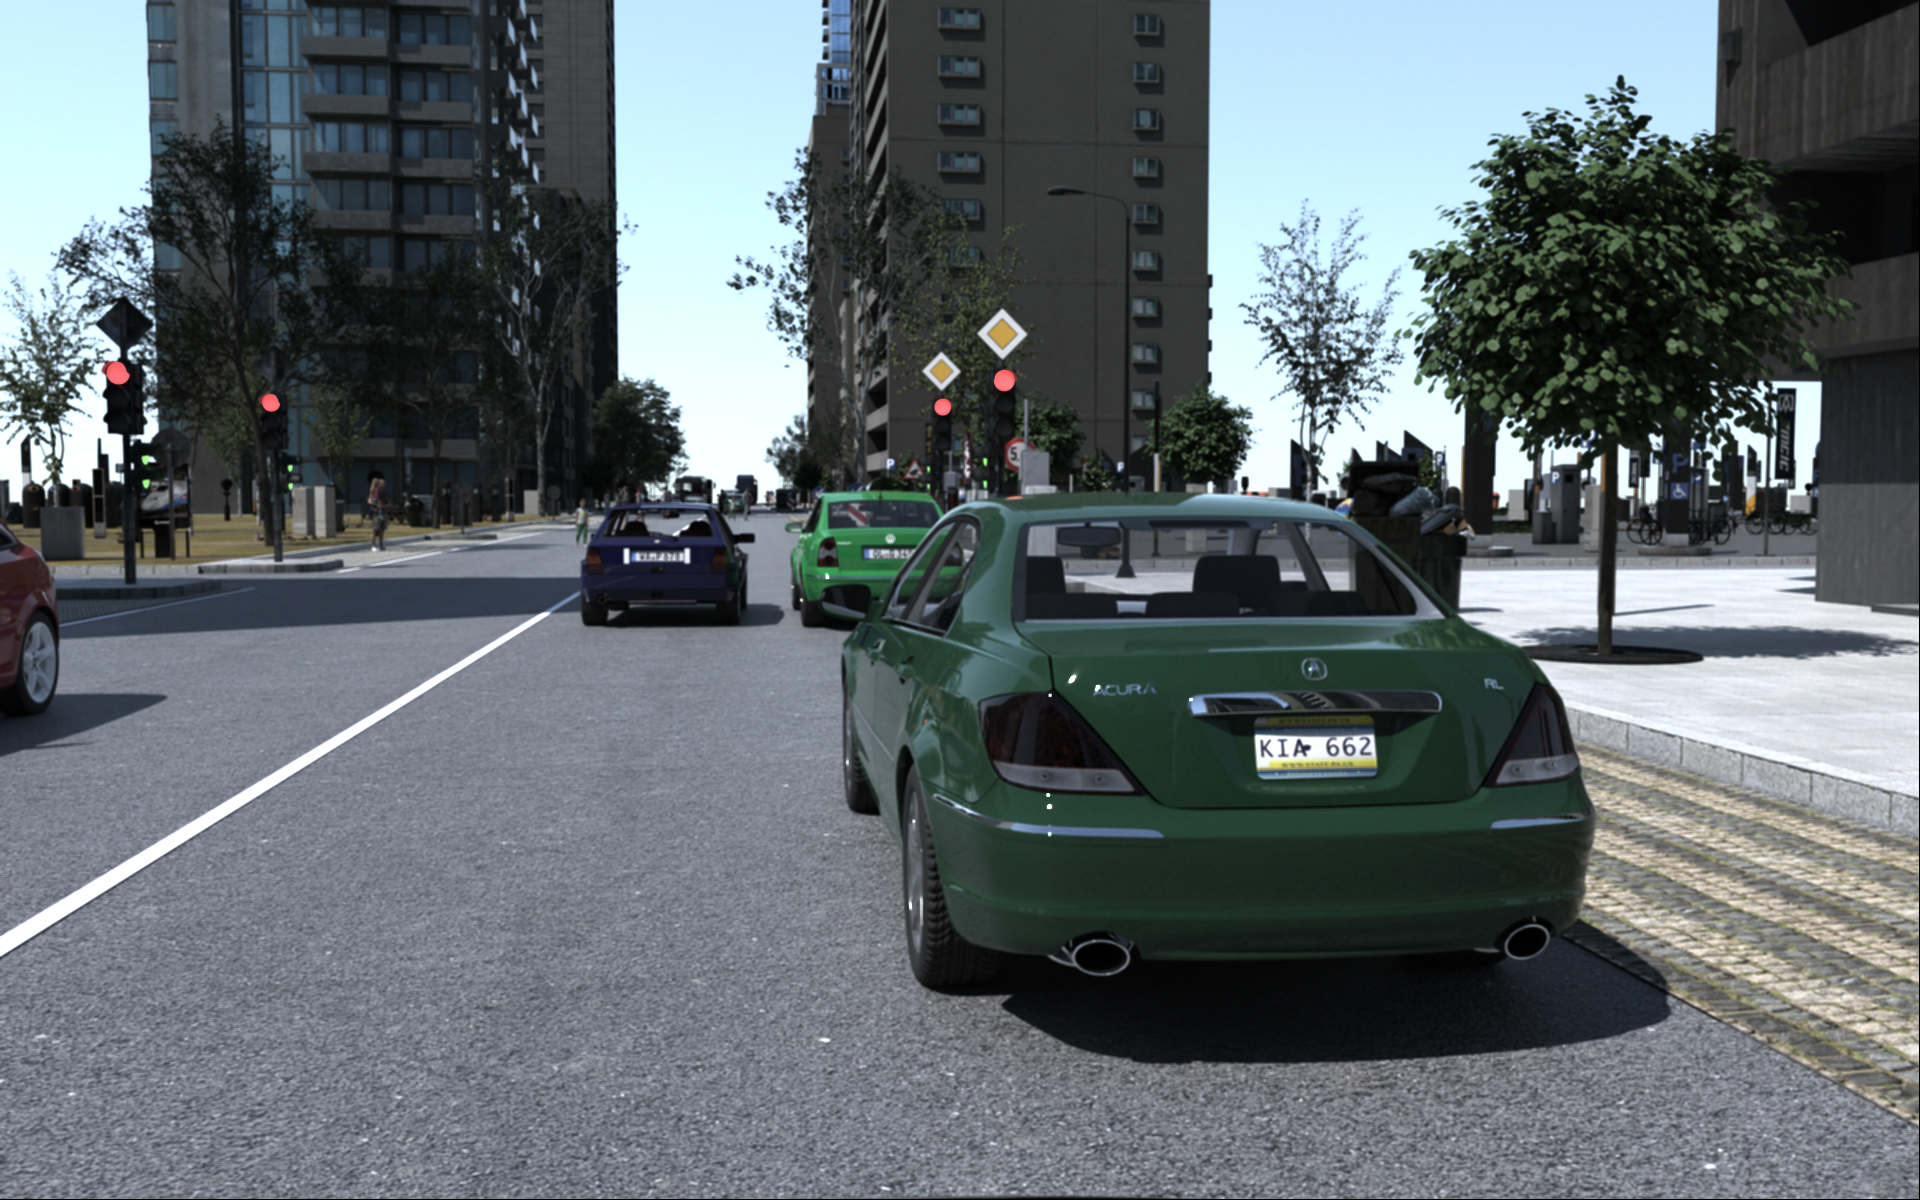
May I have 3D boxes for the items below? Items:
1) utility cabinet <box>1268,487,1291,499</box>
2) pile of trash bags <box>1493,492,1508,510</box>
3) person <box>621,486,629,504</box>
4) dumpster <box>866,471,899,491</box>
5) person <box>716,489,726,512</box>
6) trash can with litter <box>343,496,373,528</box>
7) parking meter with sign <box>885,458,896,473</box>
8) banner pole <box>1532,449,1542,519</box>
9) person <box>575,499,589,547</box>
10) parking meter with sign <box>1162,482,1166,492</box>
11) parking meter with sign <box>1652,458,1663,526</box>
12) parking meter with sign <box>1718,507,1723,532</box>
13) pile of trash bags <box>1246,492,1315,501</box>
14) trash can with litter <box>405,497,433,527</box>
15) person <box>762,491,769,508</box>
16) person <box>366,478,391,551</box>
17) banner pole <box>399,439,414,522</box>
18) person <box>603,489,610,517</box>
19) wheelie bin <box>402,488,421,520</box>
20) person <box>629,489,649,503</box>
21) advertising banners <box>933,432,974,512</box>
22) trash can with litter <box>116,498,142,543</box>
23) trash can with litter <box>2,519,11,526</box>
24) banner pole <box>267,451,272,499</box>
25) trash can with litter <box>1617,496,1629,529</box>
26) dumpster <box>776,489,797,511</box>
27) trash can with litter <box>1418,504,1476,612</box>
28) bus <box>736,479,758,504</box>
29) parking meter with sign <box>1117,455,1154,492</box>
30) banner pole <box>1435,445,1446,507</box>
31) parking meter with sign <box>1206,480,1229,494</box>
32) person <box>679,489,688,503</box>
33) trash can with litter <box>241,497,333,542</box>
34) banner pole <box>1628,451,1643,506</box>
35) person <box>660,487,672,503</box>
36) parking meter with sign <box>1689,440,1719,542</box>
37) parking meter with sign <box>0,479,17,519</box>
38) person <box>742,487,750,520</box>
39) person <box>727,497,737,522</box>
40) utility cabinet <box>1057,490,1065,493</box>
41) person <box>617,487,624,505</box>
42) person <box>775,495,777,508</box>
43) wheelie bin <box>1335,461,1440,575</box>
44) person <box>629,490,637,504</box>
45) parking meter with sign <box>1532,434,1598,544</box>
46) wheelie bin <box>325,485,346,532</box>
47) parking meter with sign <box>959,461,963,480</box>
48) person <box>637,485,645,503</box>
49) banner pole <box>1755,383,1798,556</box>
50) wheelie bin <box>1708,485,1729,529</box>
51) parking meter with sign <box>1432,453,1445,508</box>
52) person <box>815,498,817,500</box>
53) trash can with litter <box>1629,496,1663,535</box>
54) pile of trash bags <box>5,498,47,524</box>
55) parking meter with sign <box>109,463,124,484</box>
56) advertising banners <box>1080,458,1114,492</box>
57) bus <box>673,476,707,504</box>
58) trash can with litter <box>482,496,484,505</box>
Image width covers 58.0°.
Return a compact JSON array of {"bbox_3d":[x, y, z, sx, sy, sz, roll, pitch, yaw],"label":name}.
[{"bbox_3d":[10.042,-2.793,54.339,0.318,1.500,1.173,2,4,33],"label":"utility cabinet"},{"bbox_3d":[29.250,-4.968,90.983,1.912,1.369,3.447,-3,5,-39],"label":"pile of trash bags"},{"bbox_3d":[-14.344,-3.980,74.114,0.362,1.759,0.519,0,4,2],"label":"person"},{"bbox_3d":[-3.227,-4.346,73.545,1.502,2.255,1.985,0,4,-7],"label":"dumpster"},{"bbox_3d":[-18.593,-7.754,135.266,0.705,1.826,1.348,1,4,23],"label":"person"},{"bbox_3d":[-22.909,-3.362,66.031,2.233,1.210,1.678,0,4,-2],"label":"trash can with litter"},{"bbox_3d":[-3.061,-5.448,85.328,0.543,3.016,1.738,1,4,23],"label":"parking meter with sign"},{"bbox_3d":[20.347,-4.346,61.077,0.401,3.779,0.863,0,4,-4],"label":"banner pole"},{"bbox_3d":[-10.205,-2.079,46.741,0.306,1.304,0.590,-2,4,-35],"label":"person"},{"bbox_3d":[12.828,-7.016,110.970,1.738,3.016,0.543,-1,4,-17],"label":"parking meter with sign"},{"bbox_3d":[27.788,-4.391,68.052,0.543,3.016,1.738,0,4,1],"label":"parking meter with sign"},{"bbox_3d":[24.668,-3.772,57.936,1.738,3.016,0.543,-1,4,-13],"label":"parking meter with sign"},{"bbox_3d":[13.342,-3.749,71.053,1.912,1.369,3.447,-2,4,-32],"label":"pile of trash bags"},{"bbox_3d":[-20.852,-3.395,66.900,0.624,1.170,1.055,2,4,32],"label":"trash can with litter"},{"bbox_3d":[-20.199,-10.467,180.160,0.750,1.759,0.617,0,4,-1],"label":"person"},{"bbox_3d":[-14.599,-2.141,43.476,0.573,1.828,0.580,0,4,-5],"label":"person"},{"bbox_3d":[-25.334,-5.452,79.153,0.401,3.779,0.863,3,5,41],"label":"banner pole"},{"bbox_3d":[-21.937,-6.003,107.485,0.643,1.720,0.563,-2,4,-35],"label":"person"},{"bbox_3d":[-26.732,-4.683,84.468,0.980,1.594,0.693,-3,4,-36],"label":"wheelie bin"},{"bbox_3d":[-20.343,-6.191,109.810,1.348,1.812,0.705,0,4,4],"label":"person"},{"bbox_3d":[-0.219,-3.266,49.580,0.090,3.025,2.074,-2,4,-35],"label":"advertising banners"},{"bbox_3d":[-21.761,-2.086,45.488,0.624,1.170,1.055,-1,4,-12],"label":"trash can with litter"},{"bbox_3d":[-38.477,-3.529,69.085,1.055,1.170,0.624,-1,4,-22],"label":"trash can with litter"},{"bbox_3d":[-40.477,-6.824,101.589,0.401,3.779,0.863,-3,5,-44],"label":"banner pole"},{"bbox_3d":[23.281,-3.117,62.019,2.233,1.210,1.678,0,4,5],"label":"trash can with litter"},{"bbox_3d":[-15.059,-8.674,150.037,1.865,1.857,1.264,0,4,-8],"label":"dumpster"},{"bbox_3d":[4.939,-0.441,18.601,1.055,1.170,0.624,-1,4,-11],"label":"trash can with litter"},{"bbox_3d":[-31.032,-15.966,252.587,2.896,3.916,12.252,-1,4,-9],"label":"bus"},{"bbox_3d":[7.457,-4.733,73.648,1.738,3.016,0.543,2,4,26],"label":"parking meter with sign"},{"bbox_3d":[24.741,-6.061,89.112,0.863,3.779,0.401,-2,4,-26],"label":"banner pole"},{"bbox_3d":[13.044,-5.523,86.562,1.738,3.016,0.543,-1,4,-23],"label":"parking meter with sign"},{"bbox_3d":[-21.994,-7.893,137.559,0.705,1.824,1.348,1,4,19],"label":"person"},{"bbox_3d":[-18.477,-2.239,47.662,2.233,1.210,1.678,0,4,-6],"label":"trash can with litter"},{"bbox_3d":[32.396,-5.676,82.821,0.863,3.779,0.401,1,4,12],"label":"banner pole"},{"bbox_3d":[-16.630,-5.465,97.954,0.679,1.850,0.850,-1,4,-18],"label":"person"},{"bbox_3d":[20.179,-3.119,47.257,0.543,3.016,1.738,2,4,32],"label":"parking meter with sign"},{"bbox_3d":[-49.146,-5.656,88.731,1.738,3.016,0.543,0,4,3],"label":"parking meter with sign"},{"bbox_3d":[-11.661,-5.256,94.542,0.391,1.810,0.635,0,4,2],"label":"person"},{"bbox_3d":[-11.807,-4.711,89.773,0.590,1.304,0.306,2,4,35],"label":"person"},{"bbox_3d":[6.008,-5.841,104.183,0.318,1.500,1.173,1,4,21],"label":"utility cabinet"},{"bbox_3d":[-19.582,-5.617,100.309,0.822,1.834,0.622,-3,4,-37],"label":"person"},{"bbox_3d":[-18.692,-10.298,177.816,0.756,1.711,0.436,-3,4,-37],"label":"person"},{"bbox_3d":[4.078,-0.528,16.539,0.980,1.594,0.693,0,4,5],"label":"wheelie bin"},{"bbox_3d":[-22.529,-6.805,120.486,0.721,1.735,1.217,3,5,43],"label":"person"},{"bbox_3d":[15.524,-2.950,44.493,1.738,3.016,0.543,-2,4,-25],"label":"parking meter with sign"},{"bbox_3d":[-21.212,-3.090,58.423,0.693,1.594,0.980,1,4,13],"label":"wheelie bin"},{"bbox_3d":[-0.318,-5.247,82.045,0.543,3.016,1.738,3,5,42],"label":"parking meter with sign"},{"bbox_3d":[-14.033,-4.115,75.866,0.778,1.811,0.616,1,4,8],"label":"person"},{"bbox_3d":[16.969,-2.808,35.936,0.863,3.779,0.401,-1,4,-13],"label":"banner pole"},{"bbox_3d":[27.496,-3.369,62.984,0.693,1.594,0.980,-3,5,-43],"label":"wheelie bin"},{"bbox_3d":[19.710,-4.739,73.735,1.738,3.016,0.543,-1,4,-16],"label":"parking meter with sign"},{"bbox_3d":[-8.079,-5.189,97.610,0.475,1.303,0.640,-2,4,-24],"label":"person"},{"bbox_3d":[22.507,-2.698,55.176,1.678,1.210,2.233,2,4,32],"label":"trash can with litter"},{"bbox_3d":[-39.990,-3.920,73.838,1.912,1.369,3.447,2,4,24],"label":"pile of trash bags"},{"bbox_3d":[-48.331,-6.288,99.062,1.738,3.016,0.543,3,5,41],"label":"parking meter with sign"},{"bbox_3d":[6.805,-5.343,83.547,2.074,3.025,0.090,0,4,-1],"label":"advertising banners"},{"bbox_3d":[-26.014,-10.572,167.706,2.948,3.499,13.247,0,4,-6],"label":"bus"},{"bbox_3d":[-29.048,-5.761,105.257,1.678,1.210,2.233,-3,5,-45],"label":"trash can with litter"}]
